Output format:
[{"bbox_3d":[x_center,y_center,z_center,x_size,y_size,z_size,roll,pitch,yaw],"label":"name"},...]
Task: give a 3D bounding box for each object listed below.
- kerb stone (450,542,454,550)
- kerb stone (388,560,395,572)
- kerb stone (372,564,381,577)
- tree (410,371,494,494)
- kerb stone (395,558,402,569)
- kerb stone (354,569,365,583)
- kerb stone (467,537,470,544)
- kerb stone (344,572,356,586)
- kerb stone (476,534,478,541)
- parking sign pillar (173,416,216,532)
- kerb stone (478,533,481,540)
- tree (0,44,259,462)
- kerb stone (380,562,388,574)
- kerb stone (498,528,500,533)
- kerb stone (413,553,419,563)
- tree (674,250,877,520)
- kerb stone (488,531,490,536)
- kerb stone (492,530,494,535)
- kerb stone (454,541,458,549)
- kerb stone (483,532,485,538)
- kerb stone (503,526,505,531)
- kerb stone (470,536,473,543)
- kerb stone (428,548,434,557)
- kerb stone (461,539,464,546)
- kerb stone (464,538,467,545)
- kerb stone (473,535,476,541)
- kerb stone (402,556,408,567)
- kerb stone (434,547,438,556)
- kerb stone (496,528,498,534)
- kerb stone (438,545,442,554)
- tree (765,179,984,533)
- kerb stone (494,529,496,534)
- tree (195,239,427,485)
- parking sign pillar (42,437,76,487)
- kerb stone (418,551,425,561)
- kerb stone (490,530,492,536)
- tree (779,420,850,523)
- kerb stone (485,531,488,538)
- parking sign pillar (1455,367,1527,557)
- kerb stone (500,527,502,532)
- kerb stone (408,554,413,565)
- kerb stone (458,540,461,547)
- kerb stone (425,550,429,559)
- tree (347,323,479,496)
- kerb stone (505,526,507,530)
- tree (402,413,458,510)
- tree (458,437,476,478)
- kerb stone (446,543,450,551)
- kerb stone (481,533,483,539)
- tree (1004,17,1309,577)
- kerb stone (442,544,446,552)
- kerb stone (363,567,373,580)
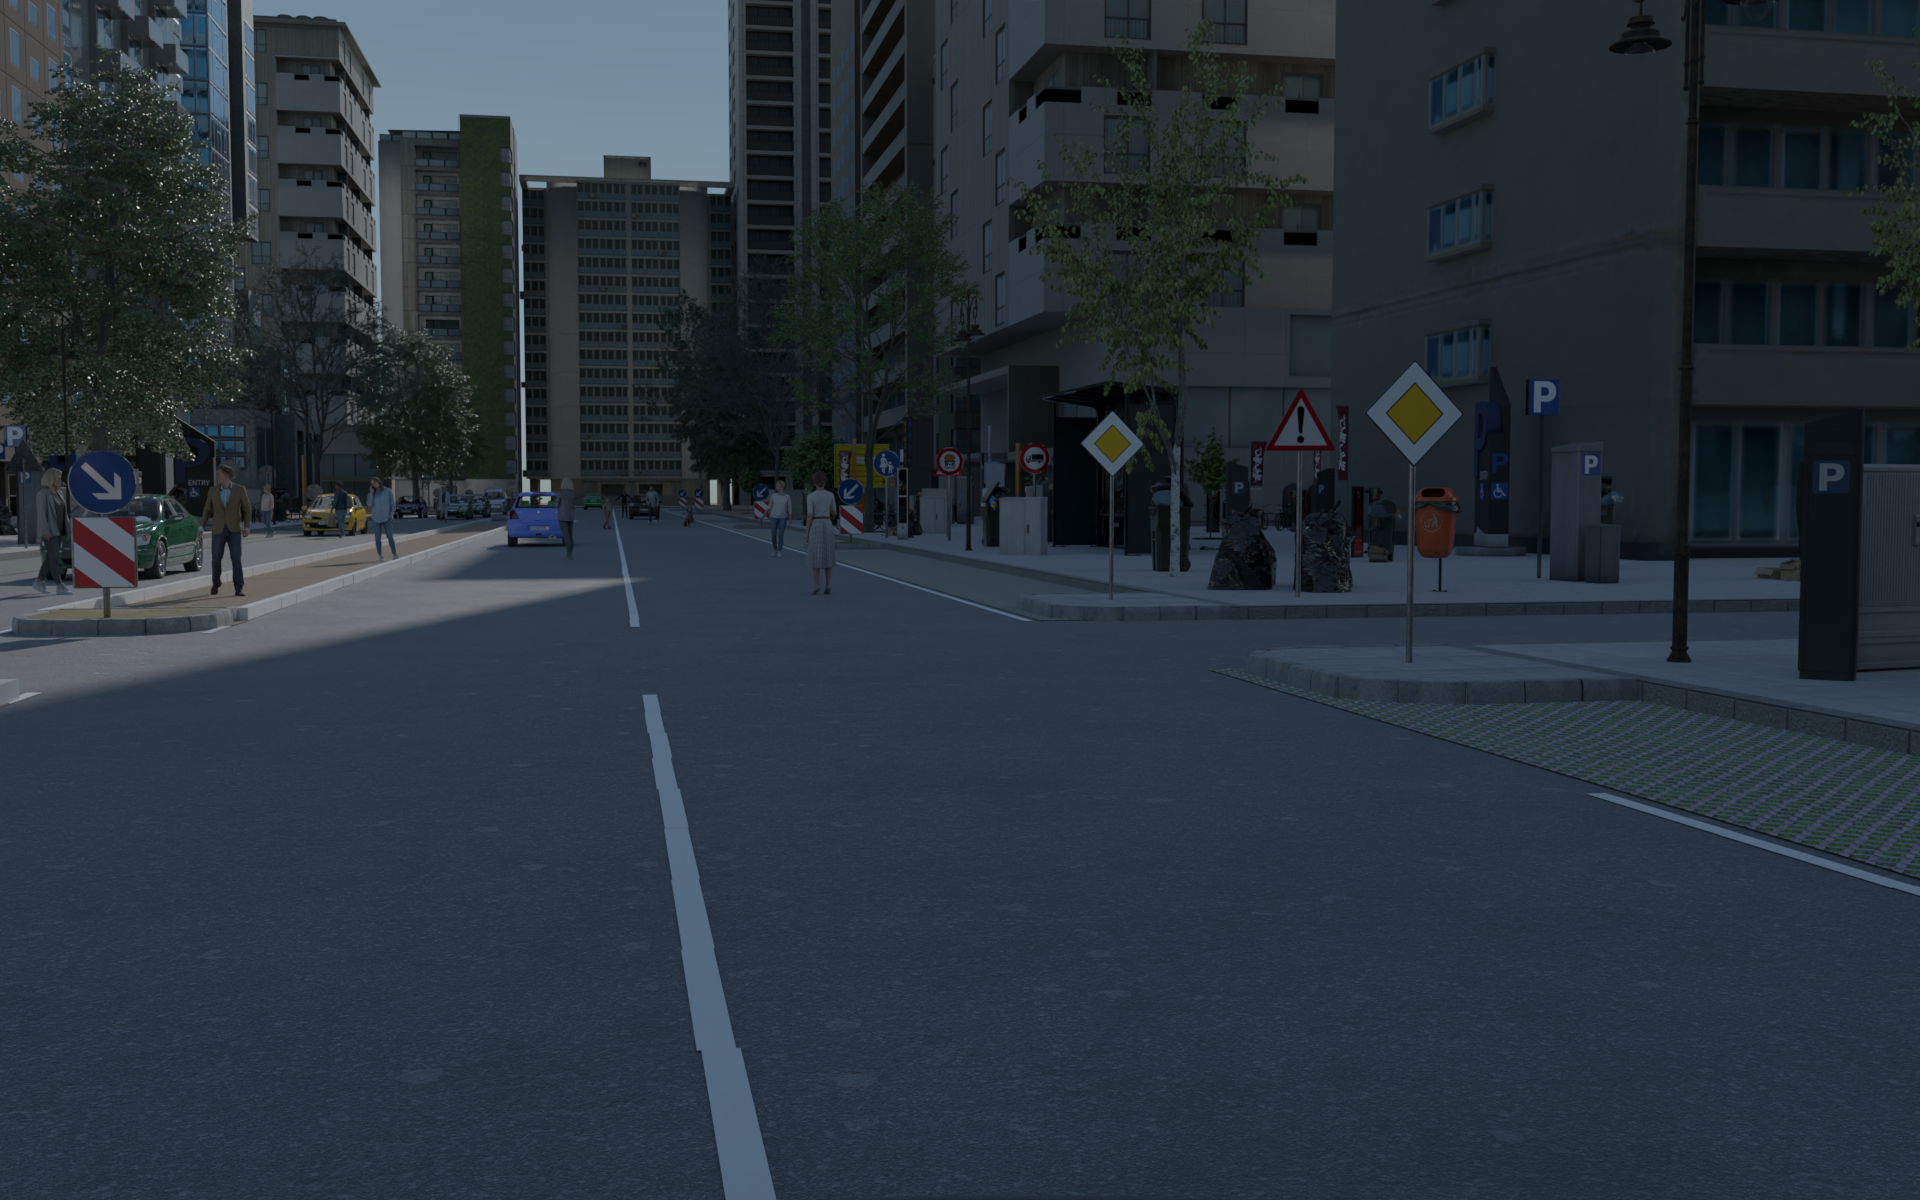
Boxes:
[{"bbox_3d":[-13.086,-1.345,44.190,0.120,0.150,1.000,-1,4,-11],"label":"kerb stone"},{"bbox_3d":[-10.645,-0.607,32.126,0.120,0.150,1.000,-1,4,-11],"label":"kerb stone"},{"bbox_3d":[-10.234,-0.484,30.114,0.120,0.150,1.000,-1,4,-11],"label":"kerb stone"},{"bbox_3d":[-46.502,-14.683,158.198,7.486,12.596,7.792,0,3,0],"label":"tree"},{"bbox_3d":[-10.848,-0.669,33.132,0.120,0.150,1.000,-1,4,-11],"label":"kerb stone"},{"bbox_3d":[-9.823,-0.361,28.090,0.120,0.150,1.000,-1,4,-11],"label":"kerb stone"},{"bbox_3d":[-14.099,-1.653,49.233,0.120,0.150,1.000,-1,4,-11],"label":"kerb stone"},{"bbox_3d":[-9.628,-0.299,27.086,0.120,0.150,1.000,-1,4,-11],"label":"kerb stone"},{"bbox_3d":[-14.719,-1.837,52.249,0.120,0.150,1.000,-1,4,-11],"label":"kerb stone"},{"bbox_3d":[-26.303,-4.347,59.542,1.447,3.967,1.447,-1,4,-13],"label":"parking sign pillar"},{"bbox_3d":[-14.912,-1.900,53.257,0.120,0.150,1.000,-1,4,-11],"label":"kerb stone"},{"bbox_3d":[-25.403,-8.816,50.797,9.857,13.997,8.962,0,3,0],"label":"tree"},{"bbox_3d":[-10.443,-0.546,31.118,0.120,0.150,1.000,-1,4,-11],"label":"kerb stone"},{"bbox_3d":[-16.742,-2.452,62.324,0.120,0.150,1.000,-1,4,-11],"label":"kerb stone"},{"bbox_3d":[-11.456,-0.854,36.159,0.120,0.150,1.000,-1,4,-11],"label":"kerb stone"},{"bbox_3d":[-9.262,-10.812,87.149,12.009,13.543,11.850,0,3,0],"label":"tree"},{"bbox_3d":[-15.724,-2.146,57.289,0.120,0.150,1.000,-1,4,-11],"label":"kerb stone"},{"bbox_3d":[-16.139,-2.269,59.296,0.120,0.150,1.000,-1,4,-11],"label":"kerb stone"},{"bbox_3d":[-13.287,-1.402,45.208,0.120,0.150,1.000,-1,4,-11],"label":"kerb stone"},{"bbox_3d":[-15.325,-2.019,55.261,0.120,0.150,1.000,-1,4,-11],"label":"kerb stone"},{"bbox_3d":[-17.353,-2.639,65.335,0.120,0.150,1.000,-1,4,-11],"label":"kerb stone"},{"bbox_3d":[-14.300,-1.715,50.235,0.120,0.150,1.000,-1,4,-11],"label":"kerb stone"},{"bbox_3d":[-12.060,-1.038,39.166,0.120,0.150,1.000,-1,4,-11],"label":"kerb stone"},{"bbox_3d":[-13.688,-1.530,47.215,0.120,0.150,1.000,-1,4,-11],"label":"kerb stone"},{"bbox_3d":[-13.894,-1.588,48.217,0.120,0.150,1.000,-1,4,-11],"label":"kerb stone"},{"bbox_3d":[-14.510,-1.776,51.243,0.120,0.150,1.000,-1,4,-11],"label":"kerb stone"},{"bbox_3d":[-11.049,-0.726,34.136,0.120,0.150,1.000,-1,4,-11],"label":"kerb stone"},{"bbox_3d":[-12.268,-1.099,40.167,0.120,0.150,1.000,-1,4,-11],"label":"kerb stone"},{"bbox_3d":[-16.548,-2.393,61.320,0.120,0.150,1.000,-1,4,-11],"label":"kerb stone"},{"bbox_3d":[-12.476,-1.159,41.168,0.120,0.150,1.000,-1,4,-11],"label":"kerb stone"},{"bbox_3d":[-2.930,-8.042,57.236,9.928,11.665,9.643,0,3,0],"label":"tree"},{"bbox_3d":[-16.336,-2.329,60.309,0.120,0.150,1.000,-1,4,-11],"label":"kerb stone"},{"bbox_3d":[-31.048,-10.579,83.331,12.009,13.543,11.850,0,3,0],"label":"tree"},{"bbox_3d":[-35.652,-4.907,68.704,1.447,3.967,1.447,2,4,34],"label":"parking sign pillar"},{"bbox_3d":[-11.659,-0.915,37.161,0.120,0.150,1.000,-1,4,-11],"label":"kerb stone"},{"bbox_3d":[-15.930,-2.208,58.293,0.120,0.150,1.000,-1,4,-11],"label":"kerb stone"},{"bbox_3d":[-6.297,-5.704,76.969,4.285,4.588,4.351,0,3,0],"label":"tree"},{"bbox_3d":[-15.526,-2.084,56.269,0.120,0.150,1.000,-1,4,-11],"label":"kerb stone"},{"bbox_3d":[11.101,-2.914,36.121,1.447,3.967,1.447,0,4,4],"label":"parking sign pillar"},{"bbox_3d":[-16.948,-2.516,63.325,0.120,0.150,1.000,-1,4,-11],"label":"kerb stone"},{"bbox_3d":[-11.265,-0.790,35.154,0.120,0.150,1.000,-1,4,-11],"label":"kerb stone"},{"bbox_3d":[-13.495,-1.468,46.208,0.120,0.150,1.000,-1,4,-11],"label":"kerb stone"},{"bbox_3d":[-11.867,-0.977,38.162,0.120,0.150,1.000,-1,4,-11],"label":"kerb stone"},{"bbox_3d":[-40.261,-13.508,127.516,9.857,13.997,8.962,0,3,0],"label":"tree"},{"bbox_3d":[-17.551,-2.700,66.338,0.120,0.150,1.000,-1,4,-11],"label":"kerb stone"},{"bbox_3d":[-42.388,-11.426,137.177,4.360,8.622,3.978,0,3,0],"label":"tree"},{"bbox_3d":[-48.304,-13.166,165.631,4.360,8.622,3.978,0,3,0],"label":"tree"},{"bbox_3d":[-12.883,-1.283,43.172,0.120,0.150,1.000,-1,4,-11],"label":"kerb stone"},{"bbox_3d":[-15.114,-1.961,54.260,0.120,0.150,1.000,-1,4,-11],"label":"kerb stone"},{"bbox_3d":[3.101,-4.667,26.667,4.737,8.622,4.395,0,3,0],"label":"tree"},{"bbox_3d":[-12.679,-1.222,42.170,0.120,0.150,1.000,-1,4,-11],"label":"kerb stone"},{"bbox_3d":[-10.031,-0.422,29.103,0.120,0.150,1.000,-1,4,-11],"label":"kerb stone"}]
